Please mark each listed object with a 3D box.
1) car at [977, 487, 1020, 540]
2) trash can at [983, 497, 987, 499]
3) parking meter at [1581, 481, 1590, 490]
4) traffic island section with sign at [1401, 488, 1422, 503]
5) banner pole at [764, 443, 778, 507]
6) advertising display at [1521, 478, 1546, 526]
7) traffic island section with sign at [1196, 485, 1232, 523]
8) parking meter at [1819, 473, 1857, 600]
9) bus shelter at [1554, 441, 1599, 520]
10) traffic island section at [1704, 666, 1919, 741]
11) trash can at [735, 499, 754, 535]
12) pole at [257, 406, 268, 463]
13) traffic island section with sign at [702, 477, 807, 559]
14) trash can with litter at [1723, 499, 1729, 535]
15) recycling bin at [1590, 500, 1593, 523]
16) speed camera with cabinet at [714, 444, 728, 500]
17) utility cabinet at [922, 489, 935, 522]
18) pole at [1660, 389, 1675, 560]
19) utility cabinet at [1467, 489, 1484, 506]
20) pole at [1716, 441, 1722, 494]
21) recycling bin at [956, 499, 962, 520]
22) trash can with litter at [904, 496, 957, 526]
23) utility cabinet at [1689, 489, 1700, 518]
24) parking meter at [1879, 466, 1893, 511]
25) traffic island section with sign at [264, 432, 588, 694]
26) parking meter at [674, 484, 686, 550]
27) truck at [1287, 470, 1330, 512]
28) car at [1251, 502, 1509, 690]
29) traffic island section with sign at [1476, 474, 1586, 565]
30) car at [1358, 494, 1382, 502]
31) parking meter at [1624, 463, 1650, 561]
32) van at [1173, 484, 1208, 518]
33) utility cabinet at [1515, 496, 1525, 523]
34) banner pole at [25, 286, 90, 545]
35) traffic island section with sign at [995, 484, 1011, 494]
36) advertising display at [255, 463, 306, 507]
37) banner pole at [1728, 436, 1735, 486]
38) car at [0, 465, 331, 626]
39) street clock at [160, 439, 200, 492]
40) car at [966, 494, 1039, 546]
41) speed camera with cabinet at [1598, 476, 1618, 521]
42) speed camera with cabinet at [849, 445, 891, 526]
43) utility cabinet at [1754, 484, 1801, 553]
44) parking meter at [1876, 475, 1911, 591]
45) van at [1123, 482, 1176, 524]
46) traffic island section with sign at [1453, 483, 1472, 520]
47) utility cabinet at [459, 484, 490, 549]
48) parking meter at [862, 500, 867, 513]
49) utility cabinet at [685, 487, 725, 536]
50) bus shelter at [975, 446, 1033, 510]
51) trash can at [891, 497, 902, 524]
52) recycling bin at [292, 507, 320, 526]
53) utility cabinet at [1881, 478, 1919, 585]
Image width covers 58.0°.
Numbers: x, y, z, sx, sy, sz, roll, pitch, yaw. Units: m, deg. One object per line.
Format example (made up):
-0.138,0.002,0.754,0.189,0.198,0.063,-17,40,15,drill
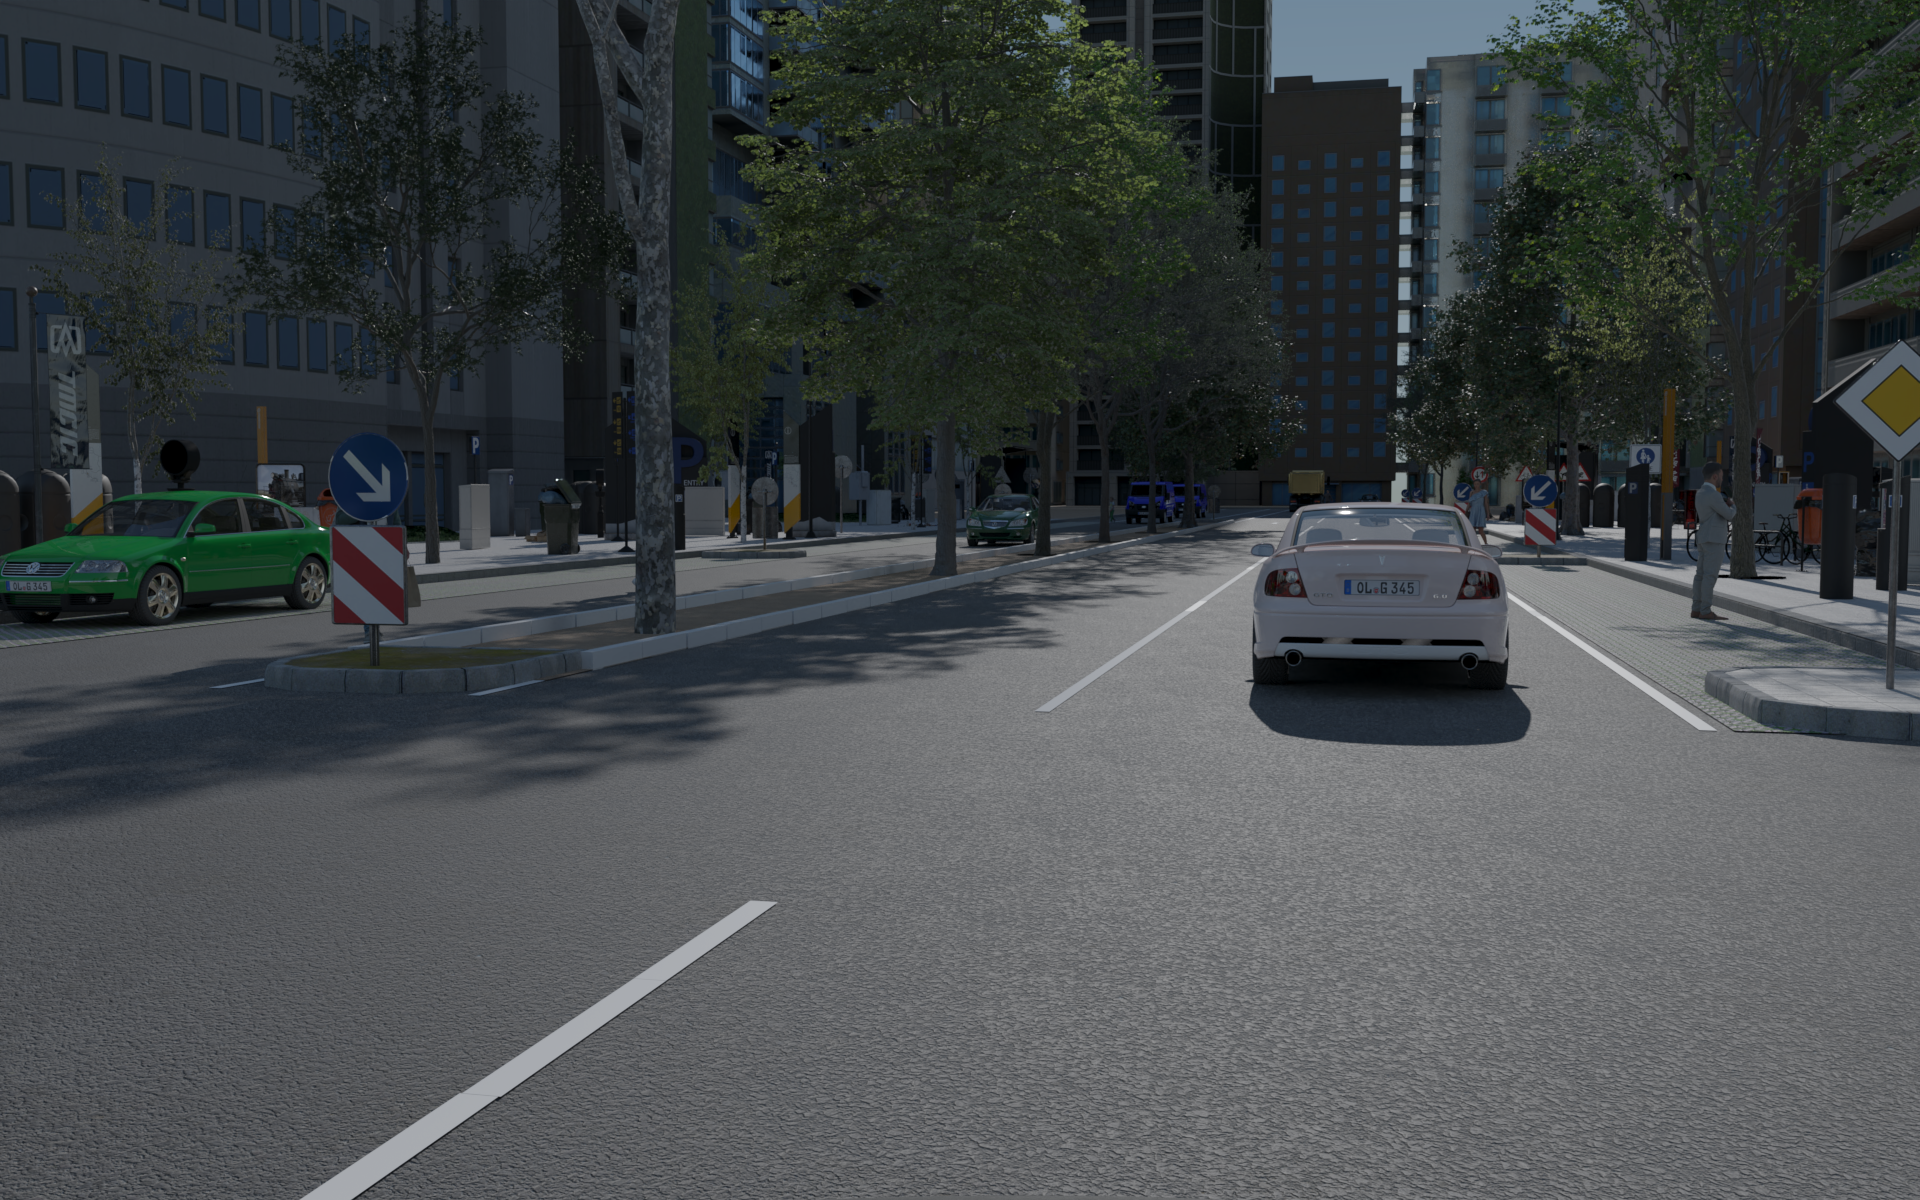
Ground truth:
1.611,-2.743,54.640,2.009,1.686,4.222,1,4,12,car
1.478,-4.344,82.676,0.748,1.137,0.748,0,3,0,trash can
26.609,-4.164,73.786,0.399,1.863,0.255,-1,4,-11,parking meter
29.112,-6.252,110.847,1.989,1.847,2.006,1,4,13,traffic island section with sign
-9.123,-5.756,84.133,0.863,3.779,0.401,-2,4,-27,banner pole
23.302,-3.984,70.350,0.974,1.923,0.123,0,4,-3,advertising display
12.648,-4.803,86.667,2.006,1.907,1.989,1,4,13,traffic island section with sign
10.740,-0.781,21.183,0.372,1.533,0.369,0,3,0,parking meter
27.994,-5.384,79.319,1.731,3.624,6.357,1,4,13,bus shelter
6.140,0.665,11.405,2.009,0.180,2.903,1,4,13,traffic island section
-6.829,-2.627,54.611,0.748,1.137,0.748,0,3,0,trash can
-16.243,-2.846,40.371,0.158,3.312,0.155,0,3,0,pole
-4.556,-1.865,39.117,1.989,1.847,2.006,1,4,13,traffic island section with sign
18.979,-1.963,43.481,0.624,1.170,1.055,2,4,25,trash can with litter
27.188,-3.865,75.753,0.722,1.027,0.722,-2,4,-28,recycling bin
-9.745,-4.566,68.983,0.660,3.252,2.038,-3,4,-37,speed camera with cabinet
-1.460,-4.256,78.271,0.318,1.500,1.173,1,4,16,utility cabinet
13.748,-2.435,33.649,0.158,3.312,0.155,0,3,0,pole
24.350,-4.470,81.761,0.318,1.500,1.173,3,5,44,utility cabinet
29.028,-4.431,66.289,0.158,3.312,0.155,0,3,0,pole
-0.310,-4.455,85.389,0.722,1.027,0.722,1,4,8,recycling bin
-1.278,-3.550,69.107,2.233,1.210,1.678,1,4,11,trash can with litter
33.606,-4.261,78.343,1.173,1.500,0.318,2,4,26,utility cabinet
19.638,-1.887,36.562,0.399,1.863,0.255,2,4,26,parking meter
-4.237,-0.325,13.443,2.006,1.907,1.989,1,4,13,traffic island section with sign
-6.478,-1.912,39.666,0.372,1.533,0.369,0,3,0,parking meter
28.022,-8.799,139.779,3.469,3.379,9.791,1,4,13,truck
3.408,-0.113,14.211,2.083,1.381,4.827,1,4,12,car
11.752,-1.653,35.650,1.989,1.847,2.006,1,4,13,traffic island section with sign
35.336,-8.531,149.270,2.009,1.686,4.222,1,4,13,car
12.941,-1.678,33.141,0.255,1.863,0.399,-2,4,-29,parking meter
13.641,-6.074,103.689,2.240,2.365,5.245,1,4,13,van
24.807,-3.944,75.640,1.020,1.237,0.306,1,4,13,utility cabinet
-11.043,-1.905,21.158,0.401,3.779,0.863,3,4,38,banner pole
1.582,-3.494,65.751,1.989,1.847,2.006,1,4,13,traffic island section with sign
-14.188,-1.896,36.218,0.974,1.923,0.123,-1,4,-14,advertising display
29.433,-4.610,65.383,0.863,3.779,0.401,1,4,12,banner pole
-9.157,-0.701,20.255,1.959,1.807,4.718,1,4,13,car
-10.385,-1.134,23.108,0.471,2.002,0.358,1,4,18,street clock
1.410,-2.277,49.029,2.131,1.459,4.920,1,4,12,car
30.945,-5.414,82.860,2.038,3.252,0.660,0,4,3,speed camera with cabinet
-3.667,-4.677,70.811,0.660,3.252,2.038,3,4,37,speed camera with cabinet
17.874,-1.780,37.789,0.318,1.500,1.173,-1,4,-16,utility cabinet
12.443,-0.898,23.095,0.372,1.533,0.369,0,3,0,parking meter
9.277,-4.887,84.291,2.240,2.365,5.245,1,4,13,van
17.813,-3.259,61.918,1.989,1.847,2.006,1,4,13,traffic island section with sign
-11.285,-1.931,40.246,0.318,1.500,1.173,0,4,5,utility cabinet
-4.860,-5.139,89.735,0.255,1.863,0.399,2,4,30,parking meter
-7.757,-2.691,52.679,1.173,1.500,0.318,0,4,4,utility cabinet
2.251,-5.840,86.768,1.731,3.624,6.357,1,4,13,bus shelter
-2.882,-3.875,75.011,0.748,1.137,0.748,0,3,0,trash can
-12.531,-1.249,32.974,0.722,1.027,0.722,2,4,34,recycling bin
13.478,-0.946,24.139,0.318,1.500,1.173,-2,4,-31,utility cabinet
